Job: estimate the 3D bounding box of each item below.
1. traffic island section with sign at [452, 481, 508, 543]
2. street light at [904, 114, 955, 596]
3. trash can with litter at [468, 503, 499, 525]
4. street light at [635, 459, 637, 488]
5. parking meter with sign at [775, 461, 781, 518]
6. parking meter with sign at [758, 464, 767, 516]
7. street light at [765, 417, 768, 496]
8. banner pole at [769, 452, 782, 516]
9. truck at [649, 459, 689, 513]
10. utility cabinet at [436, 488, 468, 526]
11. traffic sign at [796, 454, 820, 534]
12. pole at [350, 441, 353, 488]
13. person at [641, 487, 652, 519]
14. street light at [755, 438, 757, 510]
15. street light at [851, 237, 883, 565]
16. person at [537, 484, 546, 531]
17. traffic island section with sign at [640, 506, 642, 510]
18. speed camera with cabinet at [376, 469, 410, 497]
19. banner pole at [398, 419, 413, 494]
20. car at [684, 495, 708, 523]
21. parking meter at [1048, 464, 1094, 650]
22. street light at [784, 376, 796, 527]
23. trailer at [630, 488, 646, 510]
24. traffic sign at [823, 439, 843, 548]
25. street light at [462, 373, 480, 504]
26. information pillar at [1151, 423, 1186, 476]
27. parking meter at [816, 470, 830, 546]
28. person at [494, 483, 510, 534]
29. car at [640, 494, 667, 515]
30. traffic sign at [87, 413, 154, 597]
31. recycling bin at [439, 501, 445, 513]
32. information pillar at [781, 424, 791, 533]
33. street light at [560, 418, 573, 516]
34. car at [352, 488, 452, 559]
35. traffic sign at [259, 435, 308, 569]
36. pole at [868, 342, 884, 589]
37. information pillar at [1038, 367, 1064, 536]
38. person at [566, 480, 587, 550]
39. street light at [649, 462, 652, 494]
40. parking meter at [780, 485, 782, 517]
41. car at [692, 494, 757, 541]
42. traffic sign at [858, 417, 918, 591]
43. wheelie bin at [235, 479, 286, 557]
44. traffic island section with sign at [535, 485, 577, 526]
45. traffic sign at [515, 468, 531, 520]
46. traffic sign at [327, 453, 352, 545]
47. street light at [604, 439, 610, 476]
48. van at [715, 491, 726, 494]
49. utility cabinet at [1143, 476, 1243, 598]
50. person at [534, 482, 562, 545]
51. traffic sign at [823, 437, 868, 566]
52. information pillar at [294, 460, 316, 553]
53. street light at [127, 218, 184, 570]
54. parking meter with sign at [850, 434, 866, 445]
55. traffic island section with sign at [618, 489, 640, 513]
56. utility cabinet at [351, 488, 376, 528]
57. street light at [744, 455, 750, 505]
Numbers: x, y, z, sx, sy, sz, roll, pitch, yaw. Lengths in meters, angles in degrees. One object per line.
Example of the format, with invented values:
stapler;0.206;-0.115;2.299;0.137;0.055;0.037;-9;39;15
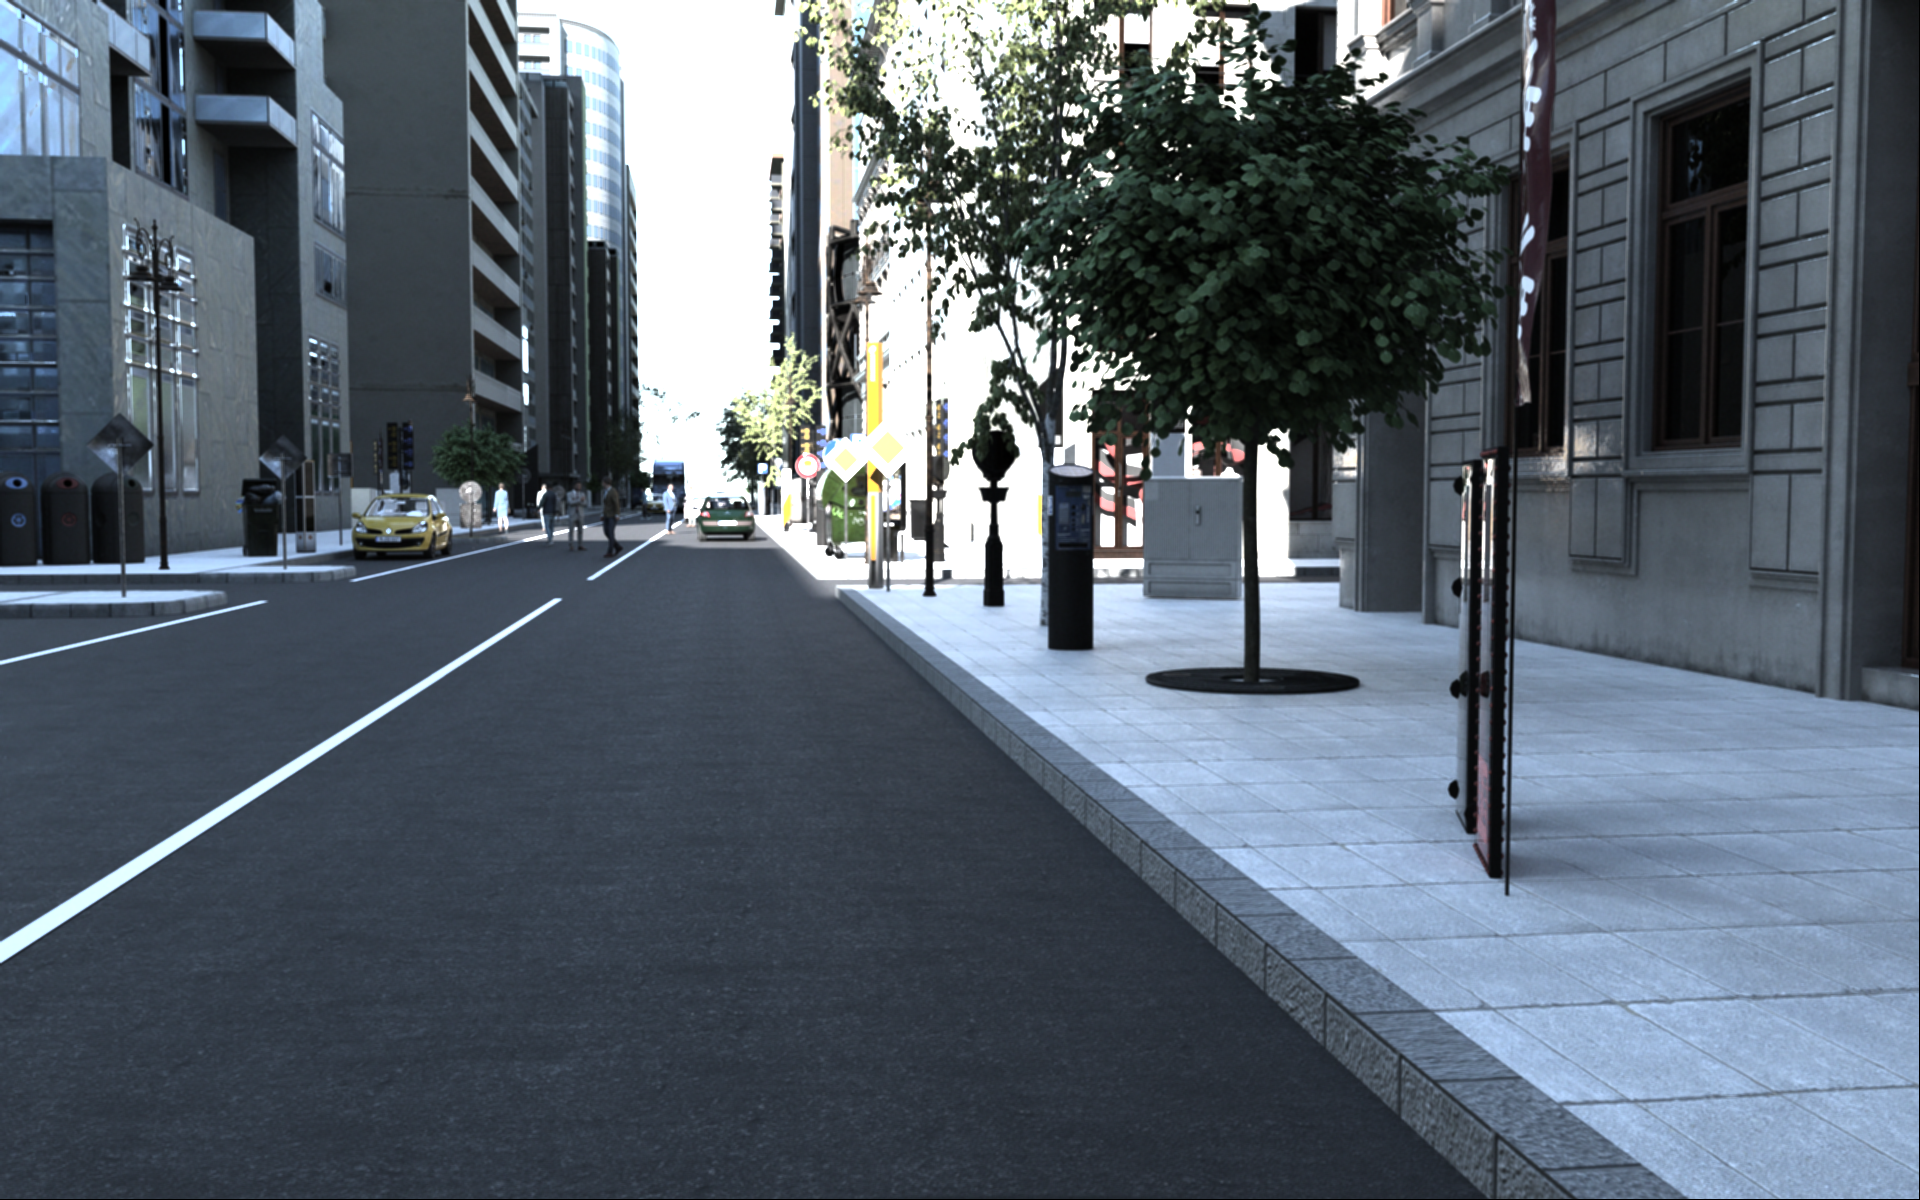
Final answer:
traffic island section with sign;-14.472;-2.606;51.240;1.989;1.847;2.006;0;4;-8
street light;-0.383;-2.987;21.620;0.468;5.910;1.993;0;4;-8
trash can with litter;-19.892;-3.642;70.600;2.233;1.210;1.678;-1;4;-12
street light;-35.085;-13.154;187.863;0.468;5.910;1.993;0;4;-8
parking meter with sign;-8.774;-5.788;90.892;1.738;3.016;0.543;1;4;17
parking meter with sign;-11.490;-6.379;100.554;0.543;3.016;1.738;-1;4;-9
street light;-11.677;-8.067;104.679;0.468;5.910;1.993;0;4;-8
banner pole;-10.800;-6.820;101.519;0.863;3.779;0.401;-1;4;-12
truck;-22.898;-9.023;137.285;2.967;4.110;18.799;-1;4;-8
utility cabinet;-19.948;-3.631;68.050;1.173;1.500;0.318;0;3;0
traffic sign;-4.817;-3.352;54.903;0.768;2.556;0.104;0;4;-2
pole;-23.238;-4.414;66.019;0.158;3.312;0.155;0;3;0
person;-17.807;-5.480;98.121;0.620;1.820;0.660;-1;4;-22
street light;-16.887;-10.420;143.157;0.468;5.910;1.993;0;4;-8
street light;-1.679;-3.585;31.399;0.468;5.910;1.993;0;4;-8
person;-16.250;-3.628;67.917;0.635;1.810;0.391;-1;4;-22
traffic island section with sign;-28.619;-8.973;155.340;1.989;1.847;2.006;0;4;-8
speed camera with cabinet;-24.360;-4.867;73.917;0.660;3.252;2.038;1;4;22
banner pole;-18.627;-4.177;58.303;0.863;3.779;0.401;2;4;35
car;-12.865;-4.571;87.092;2.083;1.381;4.827;0;4;-6
parking meter;0.919;-0.363;14.344;0.372;1.533;0.369;0;3;0
street light;-6.652;-5.826;68.042;0.468;5.910;1.993;0;4;-8
trailer;-28.027;-8.814;151.162;1.471;1.999;3.904;0;4;-6
traffic sign;-2.763;-2.433;39.890;0.768;2.556;0.104;0;4;-7
street light;-18.668;-5.717;66.264;0.468;5.910;1.993;0;4;-8
information pillar;2.833;-1.964;23.474;0.504;3.616;0.183;-1;4;-13
parking meter;-3.339;-2.252;42.534;0.255;1.863;0.399;2;4;30
person;-16.358;-3.263;61.875;0.581;1.822;0.654;-2;4;-24
car;-21.386;-6.795;121.327;2.015;1.641;3.980;-1;4;-9
traffic sign;-10.409;-1.093;21.506;0.795;2.450;0.064;0;4;-8
recycling bin;-18.248;-2.884;59.709;0.722;1.027;0.722;3;5;39
information pillar;-5.779;-4.056;57.668;0.183;3.616;0.504;-2;4;-31
street light;-23.890;-8.132;105.742;0.468;5.910;1.993;0;4;-8
car;-12.630;-1.778;39.298;2.015;1.641;3.980;-1;4;-8
traffic sign;-11.484;-1.577;29.418;0.795;2.450;0.064;0;4;-8
pole;-1.142;-1.809;23.425;0.158;3.312;0.155;0;3;0
information pillar;1.656;-2.439;31.240;0.504;3.616;0.183;2;4;28
person;-9.769;-2.174;44.219;0.466;1.800;0.511;3;5;42
street light;-40.212;-15.424;224.969;0.468;5.910;1.993;0;4;-8
parking meter;-9.867;-5.566;96.715;0.255;1.863;0.399;0;4;4
car;-7.331;-2.709;54.072;2.009;1.686;4.222;-1;4;-10
traffic sign;-0.948;-1.170;22.766;0.795;2.450;0.064;0;4;-8
wheelie bin;-14.409;-1.703;35.758;0.980;1.594;0.693;-2;4;-31
traffic island section with sign;-18.204;-4.279;78.582;1.989;1.847;2.006;0;4;-8
traffic sign;-21.479;-5.201;85.148;0.768;2.556;0.104;0;4;-2
traffic sign;-15.498;-2.518;43.304;0.606;2.300;0.079;0;4;-3
street light;-28.983;-10.377;142.447;0.468;5.910;1.993;0;4;-8
van;-31.127;-13.375;225.690;2.013;2.044;4.112;0;4;-6
utility cabinet;2.855;-0.769;21.258;1.173;1.500;0.318;1;4;22
person;-11.496;-2.425;48.493;0.721;1.781;0.623;2;4;29
traffic sign;-2.024;-1.654;30.679;0.795;2.450;0.064;0;4;-8
information pillar;-14.344;-2.045;37.934;0.304;2.012;0.304;2;4;31
street light;-13.549;-3.457;29.312;0.468;5.910;1.993;0;4;-8
parking meter with sign;-2.674;-3.265;49.638;0.543;3.016;1.738;-1;4;-18
traffic island section with sign;-24.959;-7.321;128.325;1.989;1.847;2.006;0;4;-8
utility cabinet;-22.444;-3.452;65.123;1.173;1.500;0.318;2;4;30
street light;-21.925;-12.661;179.792;0.468;5.910;1.993;0;4;-8
